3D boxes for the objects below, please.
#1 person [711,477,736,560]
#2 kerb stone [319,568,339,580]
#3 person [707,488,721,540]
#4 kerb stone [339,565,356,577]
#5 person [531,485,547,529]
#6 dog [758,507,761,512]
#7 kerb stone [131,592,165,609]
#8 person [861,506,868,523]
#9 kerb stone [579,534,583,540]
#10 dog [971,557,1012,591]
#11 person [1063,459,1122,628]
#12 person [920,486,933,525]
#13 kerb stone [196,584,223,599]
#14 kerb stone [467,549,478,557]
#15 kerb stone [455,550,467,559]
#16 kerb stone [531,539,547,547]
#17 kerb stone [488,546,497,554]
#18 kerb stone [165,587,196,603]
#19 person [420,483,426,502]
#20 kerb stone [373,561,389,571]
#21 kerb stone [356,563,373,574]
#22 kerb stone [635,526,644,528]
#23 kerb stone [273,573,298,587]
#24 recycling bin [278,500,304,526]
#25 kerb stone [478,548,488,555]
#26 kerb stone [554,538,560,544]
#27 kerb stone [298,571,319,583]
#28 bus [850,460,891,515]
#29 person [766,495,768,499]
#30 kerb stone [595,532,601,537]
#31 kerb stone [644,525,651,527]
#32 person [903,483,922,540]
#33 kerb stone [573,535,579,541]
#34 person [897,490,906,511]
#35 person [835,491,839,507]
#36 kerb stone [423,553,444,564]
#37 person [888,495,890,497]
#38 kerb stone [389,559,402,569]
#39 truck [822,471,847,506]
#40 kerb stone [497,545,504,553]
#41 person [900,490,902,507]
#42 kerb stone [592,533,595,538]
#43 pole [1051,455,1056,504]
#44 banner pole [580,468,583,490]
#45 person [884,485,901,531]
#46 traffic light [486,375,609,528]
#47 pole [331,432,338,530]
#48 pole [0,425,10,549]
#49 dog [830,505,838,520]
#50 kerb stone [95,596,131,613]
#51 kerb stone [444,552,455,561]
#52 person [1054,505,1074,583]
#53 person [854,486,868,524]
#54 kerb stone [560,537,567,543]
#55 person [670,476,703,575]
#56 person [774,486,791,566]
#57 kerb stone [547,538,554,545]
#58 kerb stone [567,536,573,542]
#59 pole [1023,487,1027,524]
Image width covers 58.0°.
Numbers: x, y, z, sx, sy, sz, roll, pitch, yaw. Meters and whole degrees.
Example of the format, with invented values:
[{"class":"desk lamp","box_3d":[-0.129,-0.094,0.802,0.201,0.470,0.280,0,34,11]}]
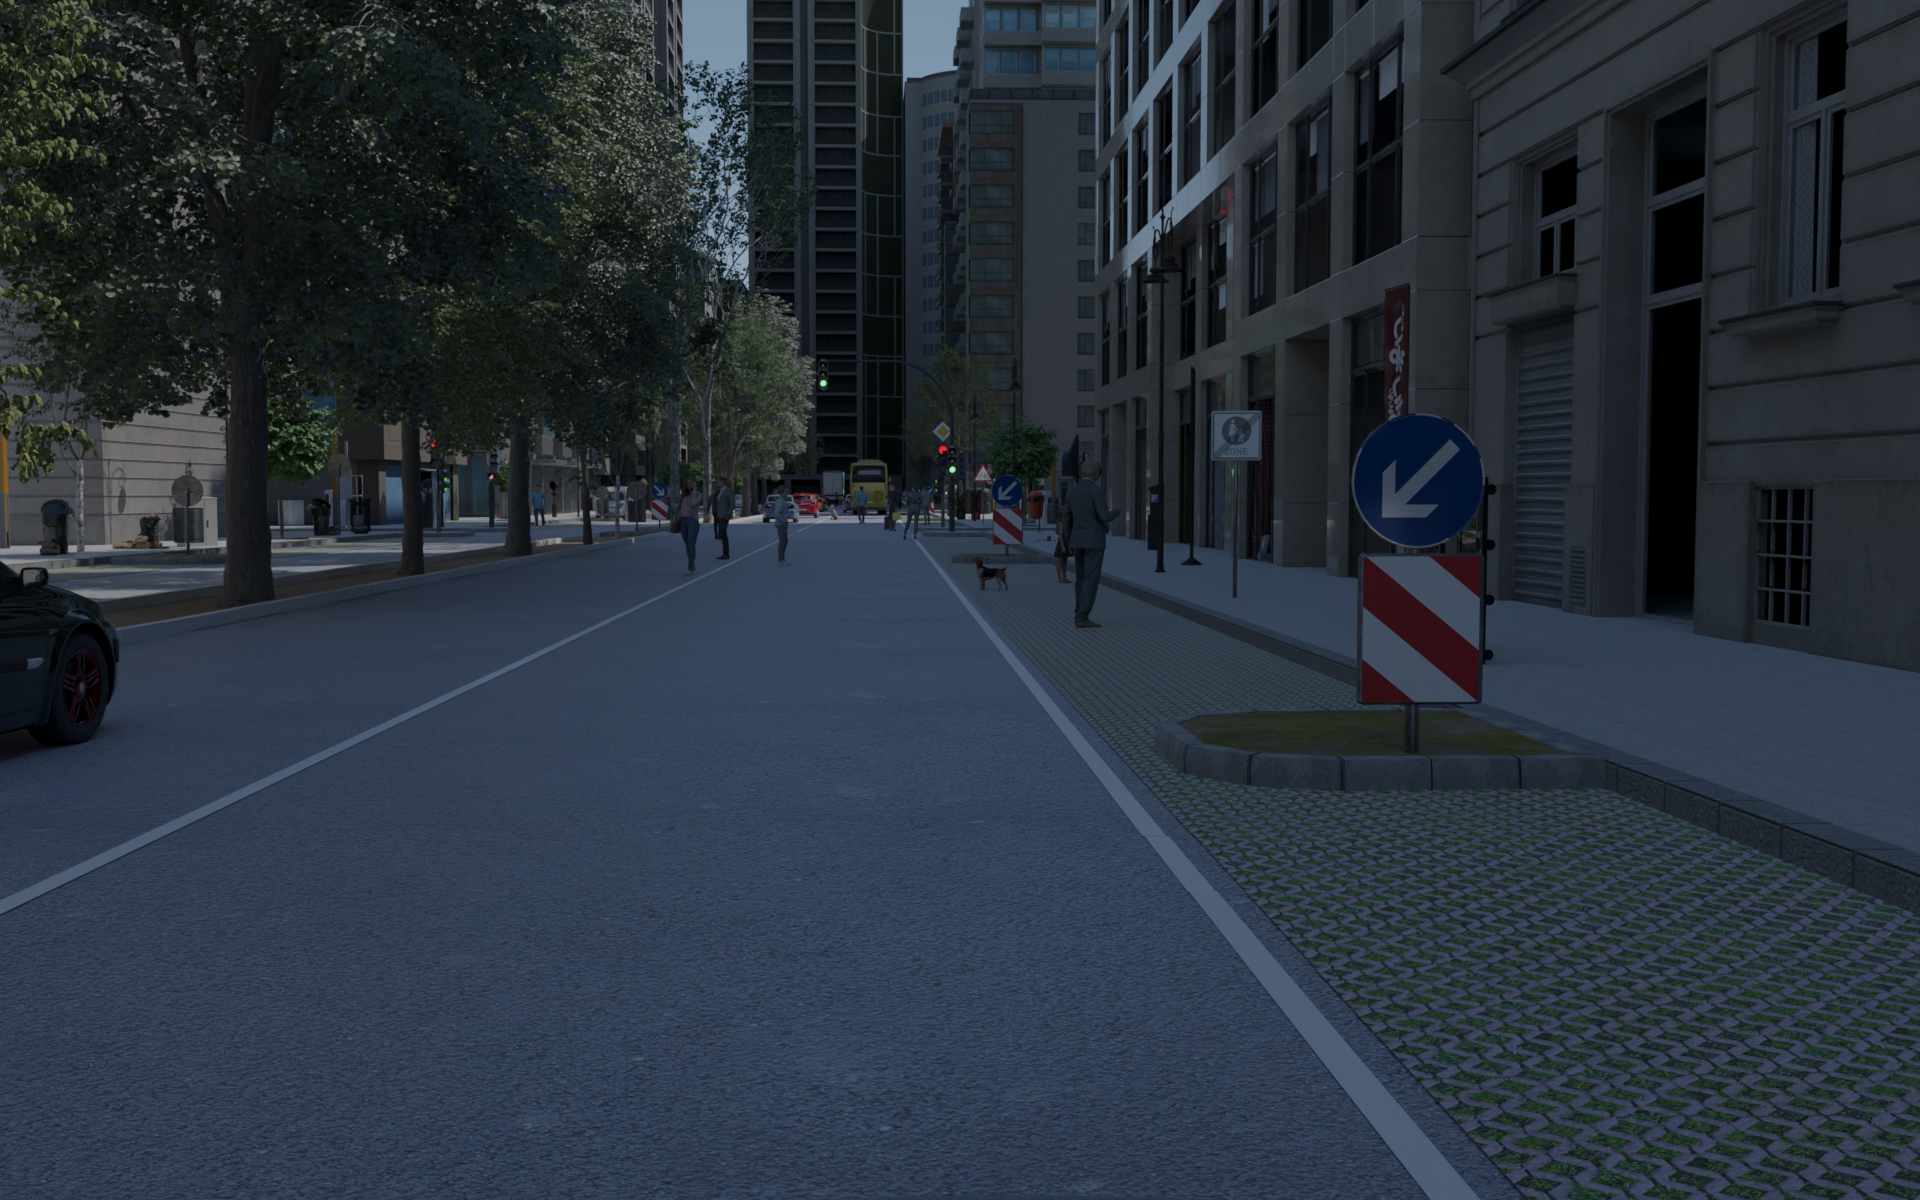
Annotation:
[{"class":"person","box_3d":[-5.208,-1.796,38.038,0.473,1.802,0.592,-1,4,-23]},{"class":"kerb stone","box_3d":[-10.699,-0.422,29.101,0.120,0.150,1.000,0,4,-3]},{"class":"person","box_3d":[-7.628,-2.838,54.672,0.659,1.850,0.755,0,4,0]},{"class":"kerb stone","box_3d":[-10.761,-0.485,30.125,0.120,0.150,1.000,0,4,-3]},{"class":"person","box_3d":[-17.422,-3.868,71.757,0.660,1.820,0.620,0,4,-7]},{"class":"dog","box_3d":[-14.758,-6.667,128.296,0.406,0.507,0.540,1,4,10]},{"class":"kerb stone","box_3d":[-10.364,0.018,21.927,0.120,0.150,1.000,0,4,-3]},{"class":"person","box_3d":[-4.802,-4.507,86.864,0.373,1.253,0.362,0,4,-4]},{"class":"kerb stone","box_3d":[-11.864,-1.927,53.701,0.120,0.150,1.000,0,4,-3]},{"class":"dog","box_3d":[0.465,-0.387,25.621,0.540,0.507,0.406,-1,4,-13]},{"class":"person","box_3d":[1.432,-0.607,18.607,0.590,1.801,0.661,-3,5,-42]},{"class":"person","box_3d":[-1.575,-4.378,80.183,0.635,1.810,0.391,-3,5,-39]},{"class":"kerb stone","box_3d":[-10.458,-0.109,23.974,0.120,0.150,1.000,0,4,-3]},{"class":"kerb stone","box_3d":[-11.188,-1.048,39.330,0.120,0.150,1.000,0,4,-3]},{"class":"kerb stone","box_3d":[-11.134,-0.985,38.308,0.120,0.150,1.000,0,4,-3]},{"class":"kerb stone","box_3d":[-11.576,-1.548,47.540,0.120,0.150,1.000,0,4,-3]},{"class":"kerb stone","box_3d":[-11.286,-1.171,41.379,0.120,0.150,1.000,0,4,-3]},{"class":"kerb stone","box_3d":[-10.416,-0.046,22.953,0.120,0.150,1.000,0,4,-3]},{"class":"person","box_3d":[-17.517,-2.870,55.697,0.793,1.790,0.793,3,5,40]},{"class":"kerb stone","box_3d":[-10.856,-0.610,32.169,0.120,0.150,1.000,0,4,-3]},{"class":"kerb stone","box_3d":[-10.815,-0.547,31.145,0.120,0.150,1.000,0,4,-3]},{"class":"kerb stone","box_3d":[-12.525,-2.771,67.499,0.120,0.150,1.000,0,4,-3]},{"class":"kerb stone","box_3d":[-10.613,-0.296,27.042,0.120,0.150,1.000,0,4,-3]},{"class":"recycling bin","box_3d":[-26.810,-3.478,69.412,0.722,1.027,0.722,2,4,25]},{"class":"kerb stone","box_3d":[-11.232,-1.102,40.358,0.120,0.150,1.000,0,4,-3]},{"class":"kerb stone","box_3d":[-11.672,-1.676,49.601,0.120,0.150,1.000,0,4,-3]},{"class":"kerb stone","box_3d":[-10.660,-0.359,28.069,0.120,0.150,1.000,0,4,-3]},{"class":"bus","box_3d":[-6.385,-8.045,123.074,2.896,3.916,12.252,0,4,-2]},{"class":"person","box_3d":[-18.209,-9.299,163.770,0.697,1.427,0.421,1,4,8]},{"class":"kerb stone","box_3d":[-12.071,-2.177,57.783,0.120,0.150,1.000,0,4,-3]},{"class":"kerb stone","box_3d":[-12.618,-2.897,69.554,0.120,0.150,1.000,0,4,-3]},{"class":"person","box_3d":[-1.496,-2.798,54.529,0.520,1.790,0.573,-1,4,-21]},{"class":"kerb stone","box_3d":[-11.817,-1.864,52.671,0.120,0.150,1.000,0,4,-3]},{"class":"person","box_3d":[-5.287,-8.558,148.553,1.348,1.807,0.705,1,4,15]},{"class":"person","box_3d":[-13.846,-11.397,195.531,0.721,1.739,1.217,1,4,9]},{"class":"kerb stone","box_3d":[-11.039,-0.860,36.262,0.120,0.150,1.000,0,4,-3]},{"class":"person","box_3d":[-7.683,-10.404,178.693,1.348,1.812,0.705,-2,4,-29]},{"class":"kerb stone","box_3d":[-10.908,-0.673,33.192,0.120,0.150,1.000,0,4,-3]},{"class":"truck","box_3d":[-15.431,-13.718,213.202,2.839,4.237,11.283,0,4,-2]},{"class":"kerb stone","box_3d":[-11.331,-1.236,42.401,0.120,0.150,1.000,0,4,-3]},{"class":"person","box_3d":[-6.250,-10.636,182.489,1.350,1.814,0.705,-1,4,-14]},{"class":"kerb stone","box_3d":[-11.968,-2.049,55.742,0.120,0.150,1.000,0,4,-3]},{"class":"pole","box_3d":[4.055,-4.975,75.185,0.158,3.312,0.155,0,3,0]},{"class":"banner pole","box_3d":[-28.315,-8.479,128.650,0.401,3.779,0.863,2,4,34]},{"class":"person","box_3d":[-2.619,-3.592,67.440,0.699,1.804,1.509,0,4,-1]},{"class":"traffic light","box_3d":[-15.787,-5.599,66.206,4.771,5.953,1.251,0,4,-3]},{"class":"pole","box_3d":[-19.935,-3.758,55.283,0.158,3.312,0.155,0,3,0]},{"class":"pole","box_3d":[-22.439,-2.860,40.598,0.158,3.312,0.155,0,3,0]},{"class":"dog","box_3d":[-6.817,-4.807,95.434,0.800,0.831,0.513,-1,4,-21]},{"class":"kerb stone","box_3d":[-10.319,0.079,20.902,0.120,0.150,1.000,0,4,-3]},{"class":"kerb stone","box_3d":[-11.100,-0.923,37.283,0.120,0.150,1.000,0,4,-3]},{"class":"person","box_3d":[1.704,-0.890,27.718,0.373,1.253,0.362,3,5,39]},{"class":"person","box_3d":[-4.743,-4.570,83.231,0.660,1.820,0.620,-2,4,-25]},{"class":"kerb stone","box_3d":[-11.728,-1.736,50.629,0.120,0.150,1.000,0,4,-3]},{"class":"person","box_3d":[-4.799,-1.327,30.794,0.593,1.750,0.643,2,4,28]},{"class":"person","box_3d":[-3.567,-1.499,34.813,0.330,1.601,0.589,1,4,9]},{"class":"kerb stone","box_3d":[-11.625,-1.613,48.573,0.120,0.150,1.000,0,4,-3]},{"class":"kerb stone","box_3d":[-11.780,-1.801,51.649,0.120,0.150,1.000,0,4,-3]},{"class":"pole","box_3d":[2.742,-4.886,73.731,0.158,3.312,0.155,0,3,0]}]
